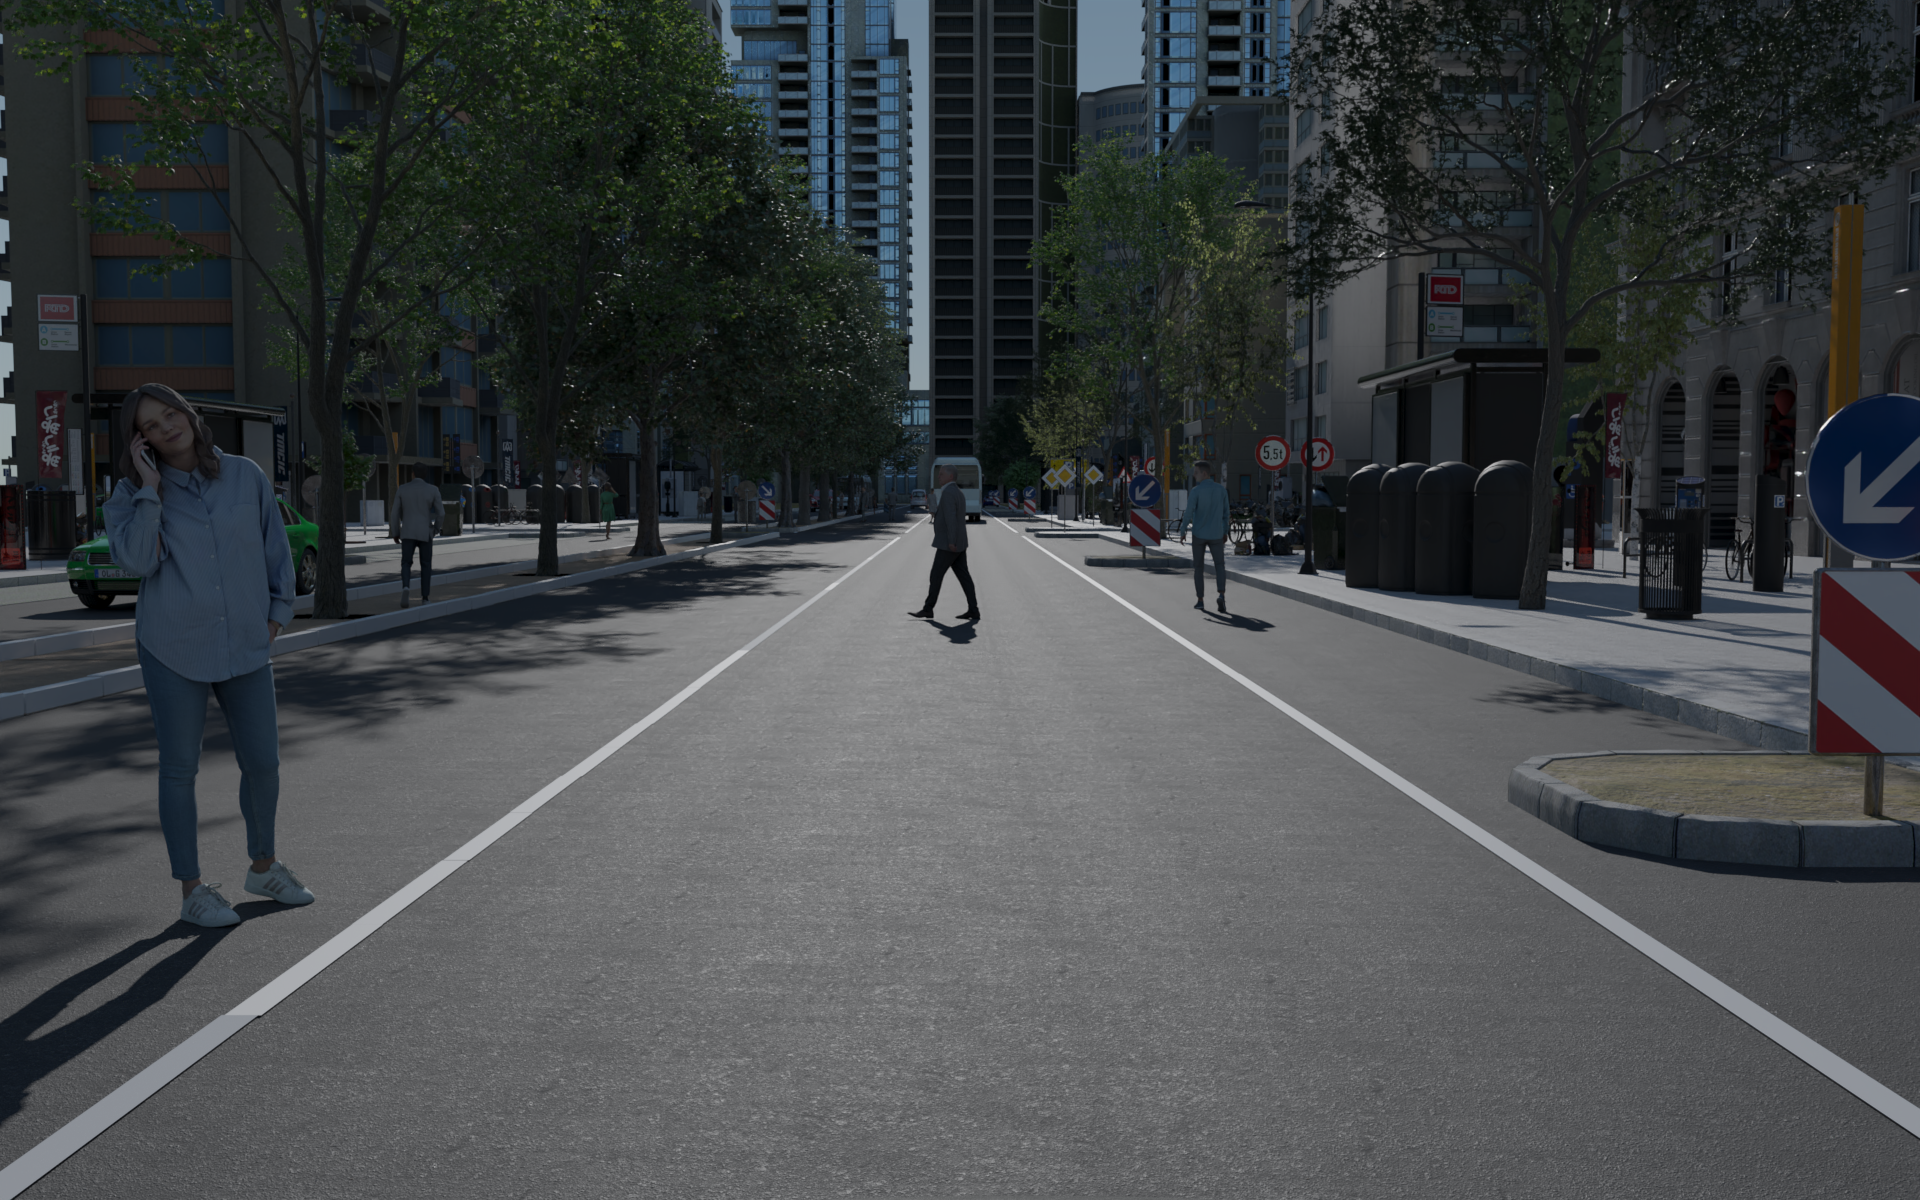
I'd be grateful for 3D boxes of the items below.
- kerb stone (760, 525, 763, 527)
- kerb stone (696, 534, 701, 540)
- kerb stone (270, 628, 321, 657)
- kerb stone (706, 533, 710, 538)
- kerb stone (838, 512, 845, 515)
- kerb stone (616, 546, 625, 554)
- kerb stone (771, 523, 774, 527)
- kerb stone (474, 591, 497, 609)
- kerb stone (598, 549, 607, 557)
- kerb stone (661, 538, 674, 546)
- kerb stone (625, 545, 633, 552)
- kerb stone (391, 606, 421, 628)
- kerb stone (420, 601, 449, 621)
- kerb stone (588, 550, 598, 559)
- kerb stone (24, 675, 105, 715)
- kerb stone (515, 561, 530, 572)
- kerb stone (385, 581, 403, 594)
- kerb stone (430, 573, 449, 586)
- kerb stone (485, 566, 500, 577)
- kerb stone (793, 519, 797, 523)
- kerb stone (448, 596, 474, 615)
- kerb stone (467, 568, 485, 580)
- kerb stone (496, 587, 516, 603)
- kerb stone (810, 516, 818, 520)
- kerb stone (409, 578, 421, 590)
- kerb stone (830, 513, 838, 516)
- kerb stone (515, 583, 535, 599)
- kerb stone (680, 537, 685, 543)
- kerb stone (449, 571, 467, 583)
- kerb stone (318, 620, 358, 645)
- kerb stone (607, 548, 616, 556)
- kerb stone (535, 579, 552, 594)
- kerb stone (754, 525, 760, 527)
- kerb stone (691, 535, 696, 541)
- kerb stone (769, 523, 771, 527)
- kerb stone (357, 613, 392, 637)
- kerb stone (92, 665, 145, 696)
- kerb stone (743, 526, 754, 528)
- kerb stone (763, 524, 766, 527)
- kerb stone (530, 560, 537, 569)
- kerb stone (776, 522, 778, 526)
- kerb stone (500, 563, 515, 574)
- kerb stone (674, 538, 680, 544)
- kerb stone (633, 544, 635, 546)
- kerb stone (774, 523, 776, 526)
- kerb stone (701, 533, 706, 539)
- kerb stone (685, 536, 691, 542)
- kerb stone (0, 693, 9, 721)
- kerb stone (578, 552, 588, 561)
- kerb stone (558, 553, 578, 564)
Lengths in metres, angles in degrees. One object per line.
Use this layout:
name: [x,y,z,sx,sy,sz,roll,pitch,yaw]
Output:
kerb stone: [-8.261,-2.965,70.670,0.120,0.150,1.000,0,3,0]
kerb stone: [-8.244,-1.927,53.698,0.120,0.150,1.000,0,3,0]
kerb stone: [-6.110,0.396,15.821,0.120,0.150,1.000,0,3,0]
kerb stone: [-8.252,-2.053,55.763,0.120,0.150,1.000,0,3,0]
kerb stone: [-8.304,-6.036,120.883,0.120,0.150,1.000,0,3,0]
kerb stone: [-8.235,-1.170,41.391,0.120,0.150,1.000,0,3,0]
kerb stone: [-8.254,-3.215,74.774,0.120,0.150,1.000,0,3,0]
kerb stone: [-6.109,0.019,21.984,0.120,0.150,1.000,0,3,0]
kerb stone: [-8.235,-1.049,39.346,0.120,0.150,1.000,0,3,0]
kerb stone: [-8.240,-1.613,48.563,0.120,0.150,1.000,0,3,0]
kerb stone: [-8.235,-1.237,42.413,0.120,0.150,1.000,0,3,0]
kerb stone: [-6.122,0.206,18.902,0.120,0.150,1.000,0,3,0]
kerb stone: [-6.118,0.139,19.923,0.120,0.150,1.000,0,3,0]
kerb stone: [-8.233,-0.983,38.324,0.120,0.150,1.000,0,3,0]
kerb stone: [-6.110,0.651,11.722,0.120,0.150,1.000,0,3,0]
kerb stone: [-8.225,-0.609,32.159,0.120,0.150,1.000,0,3,0]
kerb stone: [-8.215,-0.171,24.986,0.120,0.150,1.000,0,3,0]
kerb stone: [-8.226,-0.296,27.033,0.120,0.150,1.000,0,3,0]
kerb stone: [-8.230,-0.481,30.099,0.120,0.150,1.000,0,3,0]
kerb stone: [-8.272,-4.031,88.100,0.120,0.150,1.000,0,3,0]
kerb stone: [-6.114,0.076,20.949,0.120,0.150,1.000,0,3,0]
kerb stone: [-8.223,-0.417,29.078,0.120,0.150,1.000,0,3,0]
kerb stone: [-6.118,-0.049,23.007,0.120,0.150,1.000,0,3,0]
kerb stone: [-8.279,-4.657,98.343,0.120,0.150,1.000,0,3,0]
kerb stone: [-8.215,-0.233,26.012,0.120,0.150,1.000,0,3,0]
kerb stone: [-8.290,-5.598,113.715,0.120,0.150,1.000,0,3,0]
kerb stone: [-6.116,-0.112,24.029,0.120,0.150,1.000,0,3,0]
kerb stone: [-8.246,-1.738,50.613,0.120,0.150,1.000,0,3,0]
kerb stone: [-8.224,-0.355,28.056,0.120,0.150,1.000,0,3,0]
kerb stone: [-6.113,0.327,16.848,0.120,0.150,1.000,0,3,0]
kerb stone: [-8.235,-1.112,40.369,0.120,0.150,1.000,0,3,0]
kerb stone: [-6.118,-0.173,25.054,0.120,0.150,1.000,0,3,0]
kerb stone: [-8.251,-2.902,69.648,0.120,0.150,1.000,0,3,0]
kerb stone: [-8.245,-1.864,52.674,0.120,0.150,1.000,0,3,0]
kerb stone: [-8.263,-3.153,73.745,0.120,0.150,1.000,0,3,0]
kerb stone: [-6.110,0.264,17.871,0.120,0.150,1.000,0,3,0]
kerb stone: [-6.111,0.578,12.743,0.120,0.150,1.000,0,3,0]
kerb stone: [-8.253,-2.777,67.598,0.120,0.150,1.000,0,3,0]
kerb stone: [-8.262,-3.025,71.701,0.120,0.150,1.000,0,3,0]
kerb stone: [-8.232,-0.673,33.193,0.120,0.150,1.000,0,3,0]
kerb stone: [-8.256,-3.341,76.818,0.120,0.150,1.000,0,3,0]
kerb stone: [-8.228,-0.540,31.137,0.120,0.150,1.000,0,3,0]
kerb stone: [-8.242,-1.675,49.591,0.120,0.150,1.000,0,3,0]
kerb stone: [-8.230,-1.299,43.436,0.120,0.150,1.000,0,3,0]
kerb stone: [-8.266,-3.278,75.796,0.120,0.150,1.000,0,3,0]
kerb stone: [-8.251,-1.986,54.728,0.120,0.150,1.000,0,3,0]
kerb stone: [-8.245,-1.796,51.639,0.120,0.150,1.000,0,3,0]
kerb stone: [-6.106,0.704,10.684,0.120,0.150,1.000,0,3,0]
kerb stone: [-8.226,-0.924,37.302,0.120,0.150,1.000,0,3,0]
kerb stone: [-8.230,-0.854,36.276,0.120,0.150,1.000,0,3,0]
